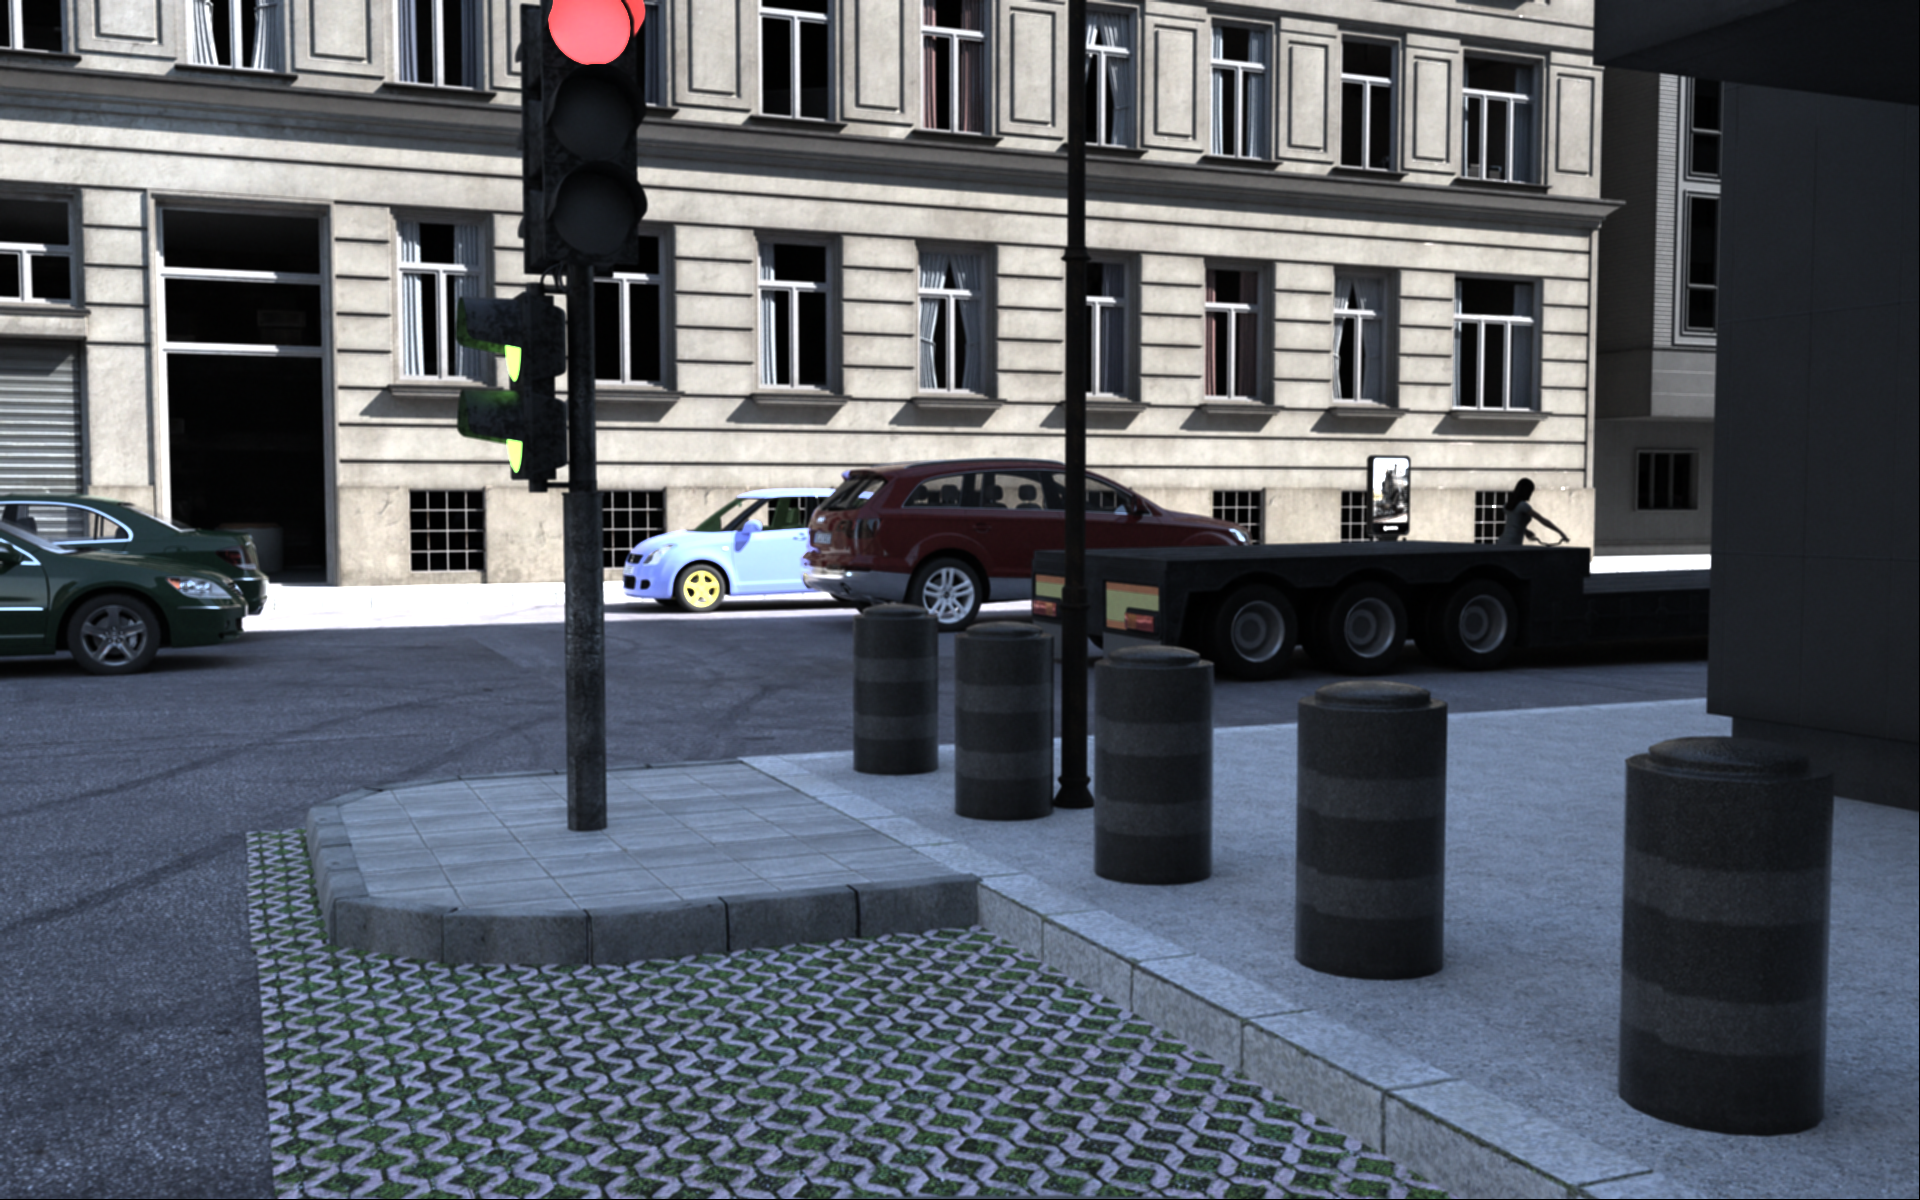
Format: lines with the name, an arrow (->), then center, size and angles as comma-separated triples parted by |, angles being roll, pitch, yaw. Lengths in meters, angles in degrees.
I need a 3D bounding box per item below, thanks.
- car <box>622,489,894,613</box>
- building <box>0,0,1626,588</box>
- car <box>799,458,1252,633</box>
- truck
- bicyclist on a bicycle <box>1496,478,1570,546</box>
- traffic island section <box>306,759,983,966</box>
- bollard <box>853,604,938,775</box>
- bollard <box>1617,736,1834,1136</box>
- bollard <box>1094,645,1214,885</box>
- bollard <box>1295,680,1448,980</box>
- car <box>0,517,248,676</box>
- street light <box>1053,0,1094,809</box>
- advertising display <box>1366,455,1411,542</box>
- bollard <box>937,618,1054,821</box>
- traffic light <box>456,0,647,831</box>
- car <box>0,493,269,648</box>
car -> -2.409, -0.756, 21.952 | 3.694, 1.707, 1.945 | -1, 4, -23
building -> -4.074, -12.205, 32.844 | 30.059, 22.955, 16.112 | -1, 4, -23
car -> 0.862, -0.655, 19.379 | 5.304, 1.827, 2.281 | -2, 4, -23
truck -> 9.772, -1.684, 17.300 | 18.799, 4.110, 2.967 | -1, 4, -21
bicyclist on a bicycle -> 6.503, -0.603, 19.880 | 1.625, 1.676, 1.499 | -1, 4, -22
traffic island section -> -1.410, 0.955, 6.666 | 2.009, 0.180, 2.903 | -1, 4, -23
bollard -> -0.300, 0.406, 8.072 | 0.404, 0.777, 0.398 | 0, 3, 0
bollard -> 1.601, 0.678, 3.634 | 0.404, 0.777, 0.398 | 0, 3, 0
bollard -> 0.654, 0.542, 5.852 | 0.404, 0.777, 0.398 | 0, 3, 0
bollard -> 1.125, 0.610, 4.743 | 0.404, 0.777, 0.398 | 0, 3, 0
car -> -8.350, -0.124, 13.832 | 4.920, 1.459, 2.131 | -2, 4, -25
street light -> 0.470, -2.090, 6.963 | 0.468, 5.910, 1.993 | -1, 4, -23
advertising display -> 7.186, -1.458, 29.059 | 0.974, 1.923, 0.123 | -3, 4, -37
bollard -> 0.177, 0.474, 6.968 | 0.404, 0.777, 0.398 | 0, 3, 0
traffic light -> -1.451, -1.077, 6.535 | 0.839, 4.253, 0.868 | -1, 4, -23
car -> -9.133, -0.272, 16.253 | 4.920, 1.459, 2.131 | -2, 4, -24
